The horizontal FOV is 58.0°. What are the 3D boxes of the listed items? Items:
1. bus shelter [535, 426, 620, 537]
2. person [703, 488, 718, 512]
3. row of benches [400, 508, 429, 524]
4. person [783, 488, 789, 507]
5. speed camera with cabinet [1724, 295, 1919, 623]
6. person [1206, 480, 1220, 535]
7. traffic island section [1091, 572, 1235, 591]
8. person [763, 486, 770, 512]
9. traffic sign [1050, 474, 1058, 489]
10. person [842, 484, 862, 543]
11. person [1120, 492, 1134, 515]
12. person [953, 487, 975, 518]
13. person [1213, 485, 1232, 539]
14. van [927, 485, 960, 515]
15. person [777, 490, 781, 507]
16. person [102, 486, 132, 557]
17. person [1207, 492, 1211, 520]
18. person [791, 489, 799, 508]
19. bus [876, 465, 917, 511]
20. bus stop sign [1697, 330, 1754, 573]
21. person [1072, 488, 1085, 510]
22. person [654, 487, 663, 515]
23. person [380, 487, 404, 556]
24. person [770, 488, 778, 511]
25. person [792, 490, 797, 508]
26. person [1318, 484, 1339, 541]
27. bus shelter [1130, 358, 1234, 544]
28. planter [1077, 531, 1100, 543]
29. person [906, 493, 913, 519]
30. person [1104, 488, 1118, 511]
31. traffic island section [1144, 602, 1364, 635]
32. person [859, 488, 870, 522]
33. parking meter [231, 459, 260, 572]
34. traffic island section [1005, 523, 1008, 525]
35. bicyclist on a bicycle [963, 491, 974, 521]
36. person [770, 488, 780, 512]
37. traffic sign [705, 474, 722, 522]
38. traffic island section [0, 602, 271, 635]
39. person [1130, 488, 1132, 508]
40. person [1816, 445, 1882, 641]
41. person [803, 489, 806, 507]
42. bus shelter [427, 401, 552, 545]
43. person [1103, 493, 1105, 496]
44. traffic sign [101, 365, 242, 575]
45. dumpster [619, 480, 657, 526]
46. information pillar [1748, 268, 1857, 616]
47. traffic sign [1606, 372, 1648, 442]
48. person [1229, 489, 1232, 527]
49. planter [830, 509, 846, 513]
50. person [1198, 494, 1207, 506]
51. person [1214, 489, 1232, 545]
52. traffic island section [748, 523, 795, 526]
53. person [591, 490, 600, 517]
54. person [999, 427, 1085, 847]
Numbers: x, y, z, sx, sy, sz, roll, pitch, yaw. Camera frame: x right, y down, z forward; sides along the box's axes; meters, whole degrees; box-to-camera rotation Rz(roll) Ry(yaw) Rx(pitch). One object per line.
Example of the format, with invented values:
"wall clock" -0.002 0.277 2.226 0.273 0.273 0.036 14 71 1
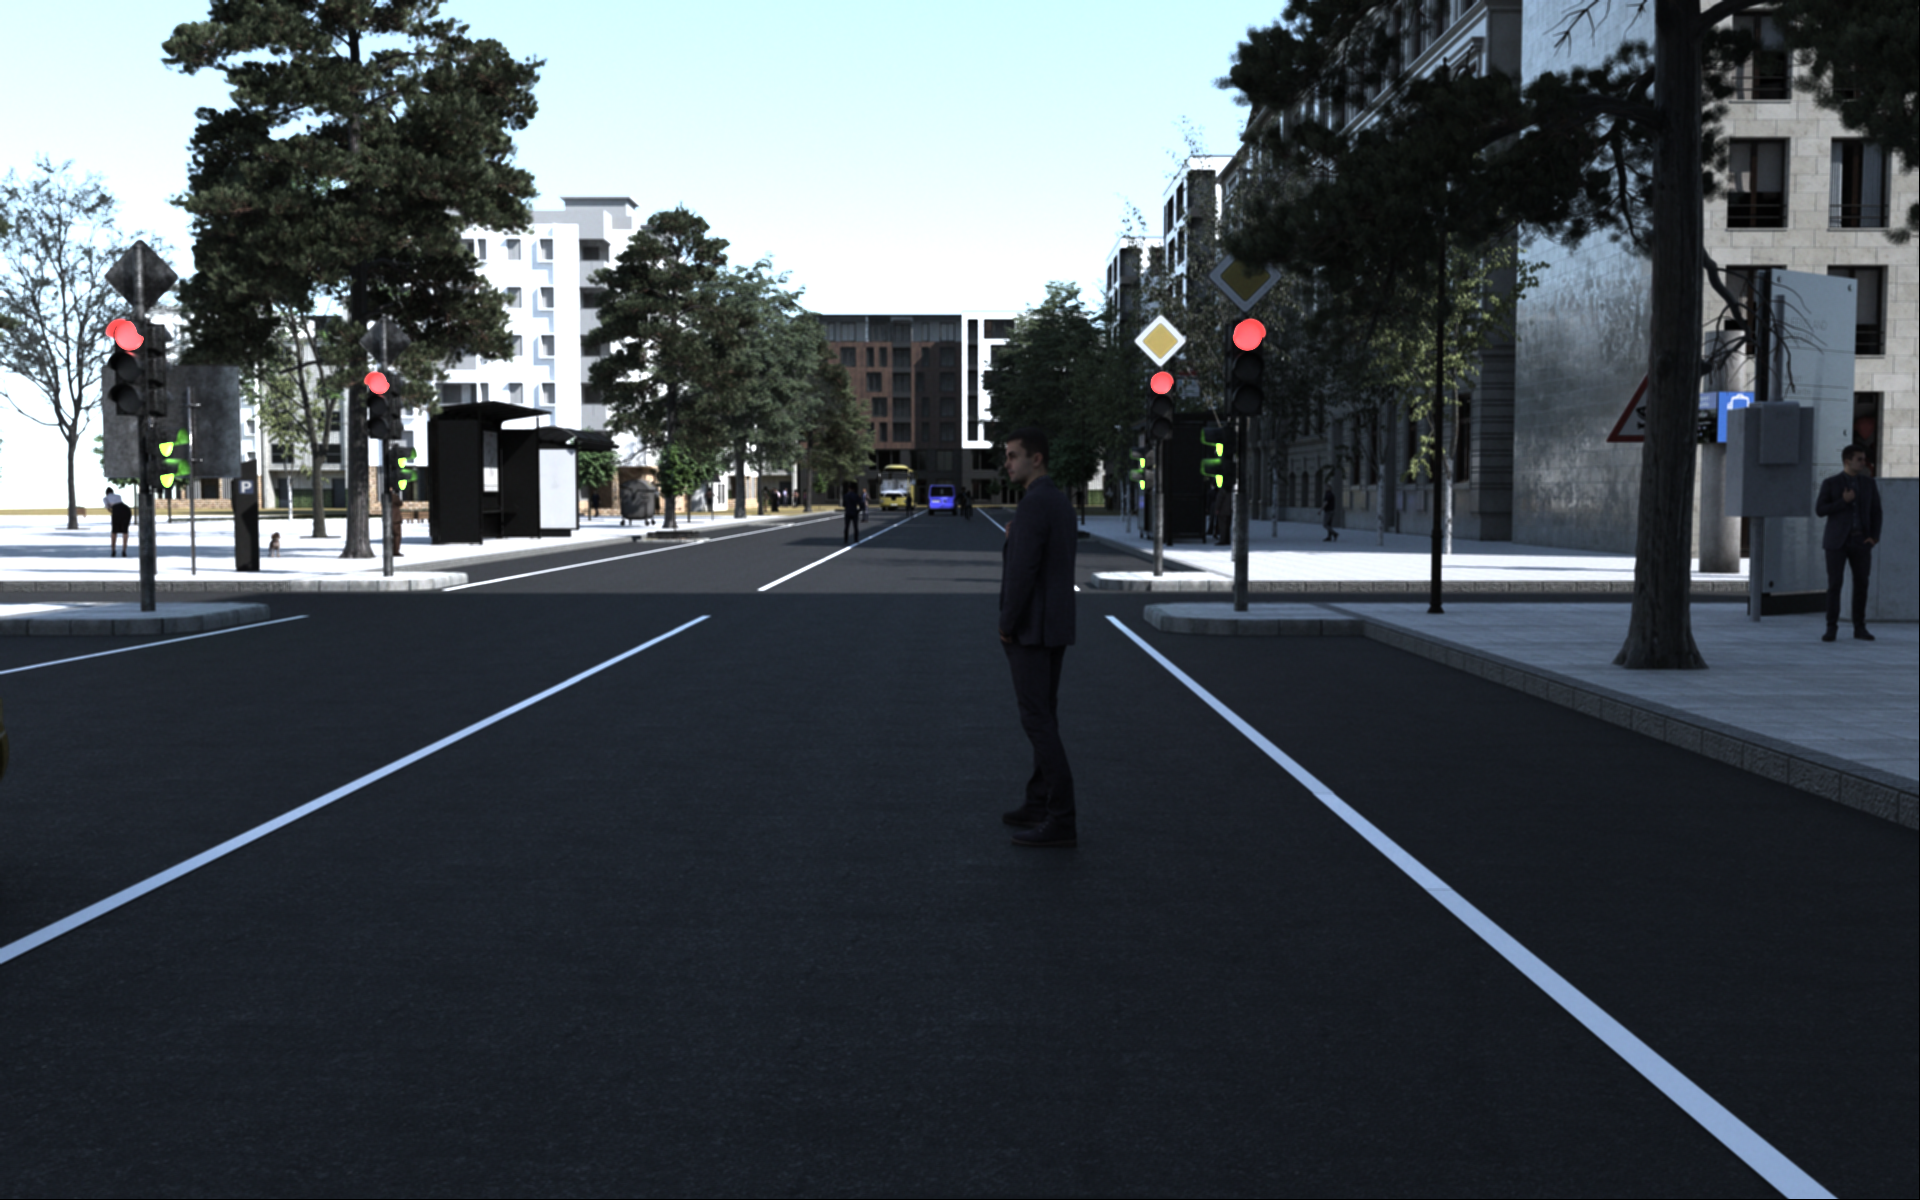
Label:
"bus shelter" -12.146 -3.679 54.077 2.014 3.302 5.546 0 3 0
"person" -17.867 -7.179 124.132 1.217 1.736 0.721 1 4 22
"row of benches" -23.722 -3.701 75.970 1.422 0.672 4.104 1 4 20
"person" -16.628 -9.782 165.845 0.599 1.838 0.709 2 4 29
"speed camera with cabinet" 8.853 -1.413 17.431 2.038 3.252 0.660 0 4 6
"person" 8.066 -2.900 54.257 0.742 1.727 0.445 -2 4 -33
"traffic island section" 3.109 -0.289 27.002 2.009 0.180 2.903 0 3 0
"person" -13.868 -7.208 123.902 0.705 1.824 1.348 -1 4 -18
"traffic sign" 4.987 -5.409 88.548 0.768 2.556 0.104 0 4 2
"person" -3.141 -2.523 50.449 0.576 1.737 0.504 0 4 -6
"person" 10.187 -5.905 105.772 0.799 1.438 0.628 -1 4 -17
"person" 0.230 -5.938 105.216 1.348 1.869 0.705 -1 4 -10
"person" 7.434 -2.477 48.918 0.546 1.535 0.453 0 4 3
"van" -1.150 -6.937 117.796 2.240 2.365 5.245 0 4 1
"person" -18.094 -10.058 171.424 0.756 1.711 0.436 -3 5 -43
"person" -17.235 -1.600 35.384 0.799 1.438 0.628 1 4 13
"person" 12.554 -4.803 86.038 0.593 1.643 0.415 1 4 16
"person" -15.660 -9.656 164.632 0.721 1.736 1.217 2 4 26
"bus" -5.270 -9.611 148.691 2.896 3.916 12.252 0 4 2
"bus stop sign" 12.400 -2.395 28.173 0.837 3.901 0.837 -1 4 -12
"person" 9.738 -8.349 142.174 1.348 1.869 0.705 -2 4 -30
"person" -18.531 -6.069 106.004 1.217 1.736 0.721 -3 5 -42
"person" -11.691 -1.670 35.610 0.482 1.546 0.388 2 4 27
"person" -13.618 -7.382 127.298 0.434 1.755 0.990 2 4 30
"person" -15.232 -9.286 159.334 0.593 1.643 0.415 0 4 5
"person" 9.990 -2.361 46.853 0.569 1.553 0.471 -2 4 -27
"bus shelter" 6.047 -4.359 48.904 2.179 5.291 8.768 0 4 0
"planter" 3.122 -1.874 51.785 1.991 0.319 1.994 0 3 0
"person" -2.903 -5.448 100.118 0.613 1.512 0.480 3 5 41
"person" 11.339 -7.565 130.460 1.217 1.736 0.721 2 4 34
"traffic island section" 3.107 0.200 19.017 2.009 0.180 2.903 0 3 0
"person" -4.906 -4.843 88.503 0.655 1.722 0.431 3 5 41
"parking meter" -11.871 -1.409 28.756 0.399 1.863 0.255 -2 4 -28
"traffic island section" 3.115 -3.531 80.593 1.991 0.108 1.994 0 3 0
"bicyclist on a bicycle" 0.467 -5.096 93.338 1.499 1.676 1.625 0 4 2
"person" -13.516 -7.299 126.182 0.445 1.727 0.742 2 4 30
"traffic sign" -11.535 -4.935 80.687 0.884 2.594 0.081 1 4 8
"traffic island section" -8.934 0.199 19.025 2.009 0.180 2.903 0 3 0
"person" 11.861 -7.064 122.320 0.721 1.735 1.217 0 4 -7
"person" 7.786 -0.503 15.186 0.541 1.710 0.530 1 4 19
"person" -15.244 -10.057 171.159 0.721 1.739 1.217 -2 4 -26
"bus shelter" -12.564 -3.387 46.665 1.731 3.624 6.357 0 4 0
"person" 14.917 -10.252 176.894 0.697 1.427 0.421 0 4 -6
"traffic sign" -12.448 -2.047 27.345 2.265 3.308 0.079 0 4 5
"dumpster" -13.165 -3.973 70.716 1.264 1.857 1.865 0 3 0
"information pillar" 9.063 -1.669 18.607 1.656 3.620 0.184 -2 4 -34
"traffic sign" 7.071 -1.088 17.793 0.884 2.594 0.081 0 4 4
"person" 9.531 -3.274 60.267 0.565 1.739 0.600 0 4 2
"planter" -8.581 -6.585 128.810 1.991 0.319 1.994 0 3 0
"person" 11.902 -4.683 84.887 0.482 1.546 0.388 -1 4 -9
"person" 6.583 -2.256 43.486 0.434 1.755 0.990 2 4 29
"traffic island section" -8.599 -3.442 79.136 1.991 0.108 1.994 0 3 0
"person" -20.689 -5.494 98.416 0.480 1.512 0.613 -1 4 -10
"person" 0.322 0.133 7.248 0.530 1.710 0.541 2 4 32
